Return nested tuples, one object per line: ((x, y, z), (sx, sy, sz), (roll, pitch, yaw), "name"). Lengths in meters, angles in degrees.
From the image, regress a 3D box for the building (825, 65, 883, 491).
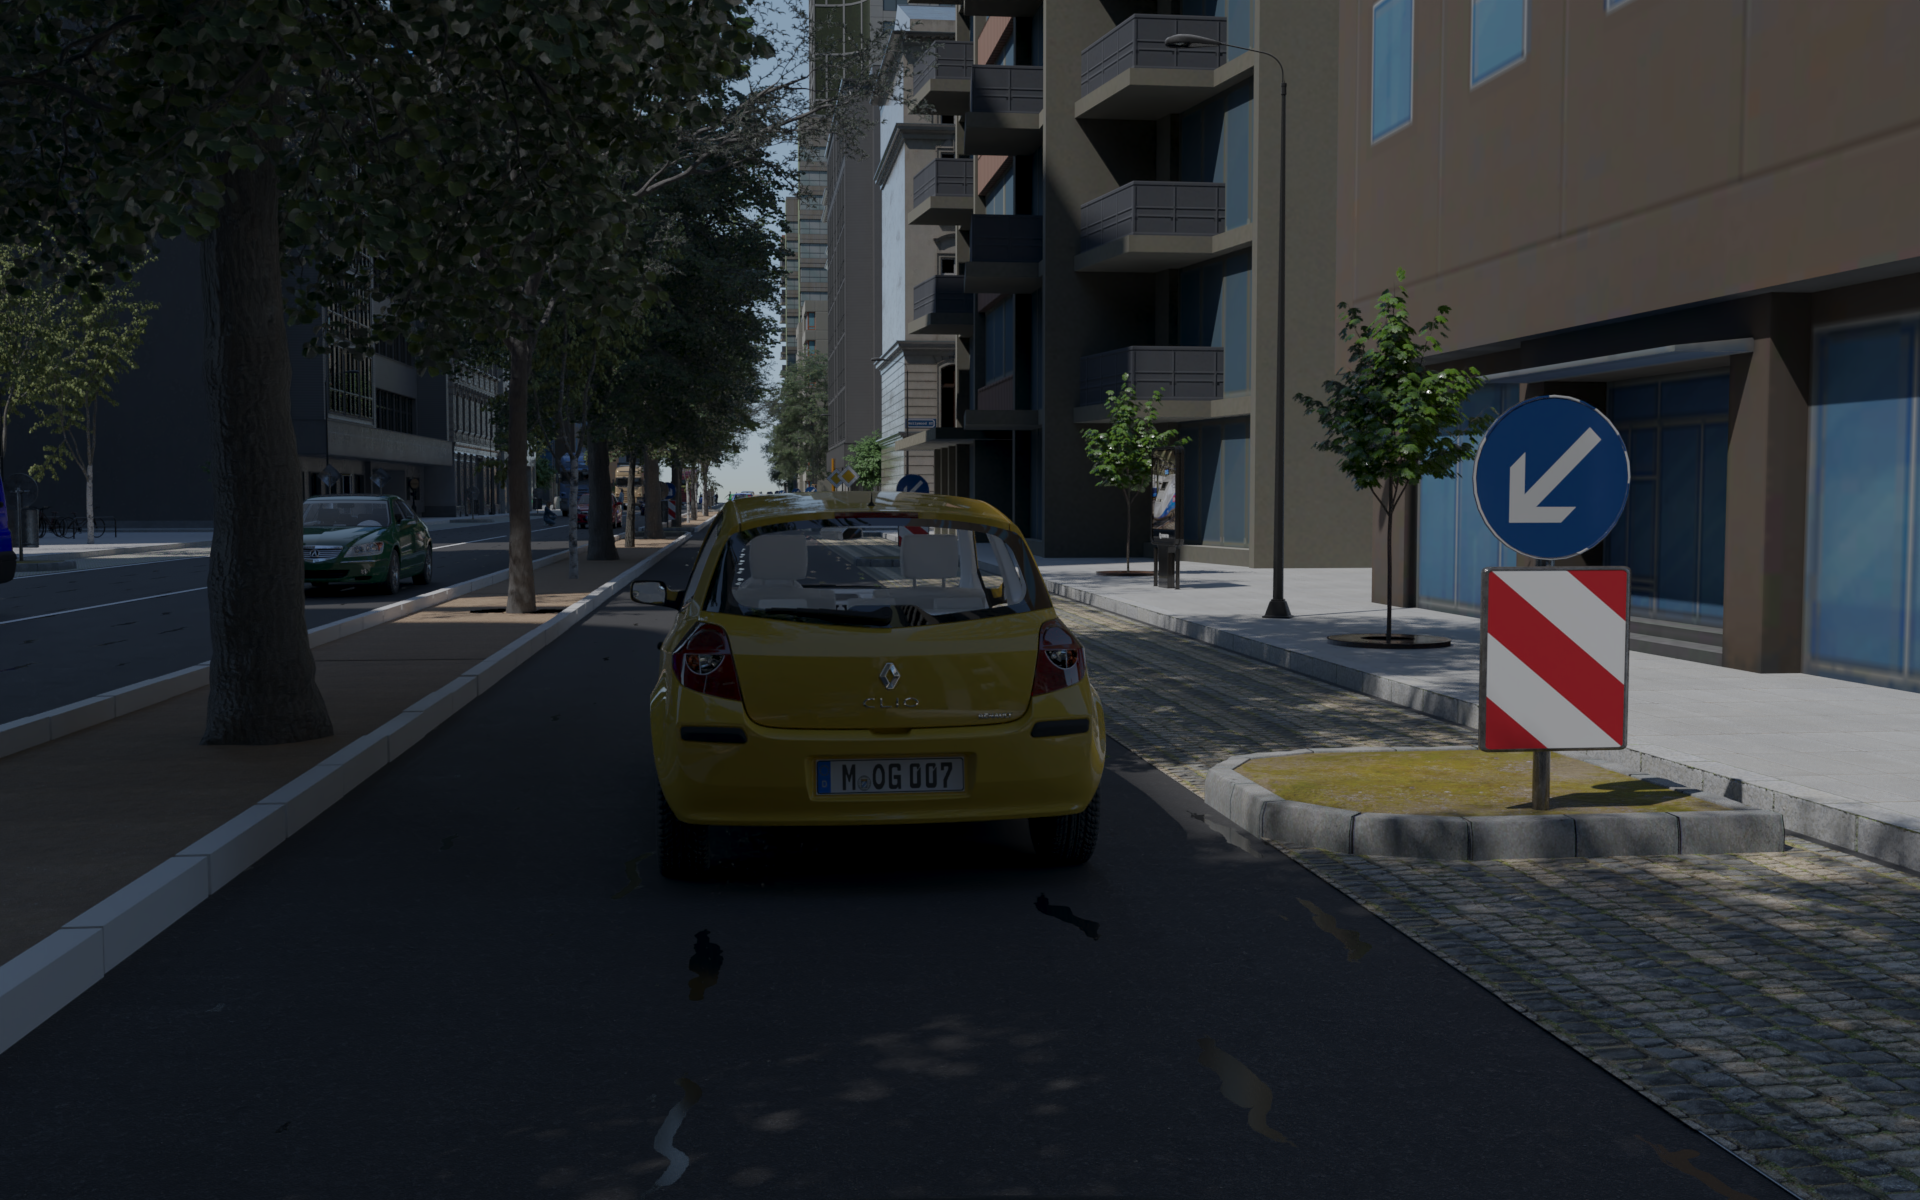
((-0.682, -19.185, 107.176), (14.314, 27.812, 24.014), (0, 4, -7), "building")

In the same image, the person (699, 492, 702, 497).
((-40.482, -15.938, 269.602), (0.721, 1.766, 1.217), (0, 4, -5), "person")

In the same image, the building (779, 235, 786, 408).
((-18.570, -38.624, 286.122), (22.147, 44.769, 28.867), (0, 4, -7), "building")

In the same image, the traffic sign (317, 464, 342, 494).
((-20.783, -3.272, 57.146), (0.795, 2.450, 0.064), (0, 4, -7), "traffic sign")

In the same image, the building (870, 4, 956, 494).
((13.882, -15.734, 76.342), (34.723, 24.649, 14.460), (0, 4, -7), "building")

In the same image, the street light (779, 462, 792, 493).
((-21.707, -15.004, 217.850), (1.470, 5.913, 1.316), (0, 4, -7), "street light")

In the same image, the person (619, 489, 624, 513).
((-25.546, -7.464, 130.795), (0.793, 1.790, 0.793), (-1, 4, -19), "person")

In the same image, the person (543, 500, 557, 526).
((-18.354, -3.905, 77.845), (0.738, 1.151, 1.012), (0, 4, -3), "person")

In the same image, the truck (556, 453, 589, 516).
((-25.280, -7.873, 118.475), (2.967, 4.110, 18.799), (0, 4, -7), "truck")

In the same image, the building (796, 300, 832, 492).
((-1.827, -19.913, 170.623), (27.650, 21.520, 28.899), (0, 4, -7), "building")

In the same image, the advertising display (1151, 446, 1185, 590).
((2.823, -1.125, 23.614), (0.123, 1.923, 0.974), (-1, 4, -14), "advertising display")

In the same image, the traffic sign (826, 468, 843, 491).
((-4.781, -3.882, 67.119), (0.795, 2.450, 0.064), (0, 4, -7), "traffic sign")

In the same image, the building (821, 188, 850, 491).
((-3.073, -21.002, 130.778), (14.401, 28.519, 23.554), (0, 4, -7), "building")

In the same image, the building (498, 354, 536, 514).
((-35.848, -16.230, 120.115), (10.420, 20.320, 16.860), (0, 4, -7), "building")

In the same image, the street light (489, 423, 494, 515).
((-28.197, -8.172, 106.151), (1.470, 5.913, 1.316), (0, 4, -7), "street light")

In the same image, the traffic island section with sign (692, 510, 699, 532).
((-11.125, -3.544, 66.082), (2.006, 1.907, 1.989), (0, 4, -7), "traffic island section with sign")

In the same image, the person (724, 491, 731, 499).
((-24.274, -10.614, 182.754), (1.217, 1.735, 0.721), (1, 4, 12), "person")

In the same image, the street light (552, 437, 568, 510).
((-32.492, -10.285, 140.707), (1.470, 5.913, 1.316), (0, 4, -7), "street light")

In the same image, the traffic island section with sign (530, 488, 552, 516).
((-27.737, -6.431, 113.781), (1.989, 1.847, 2.006), (0, 4, -7), "traffic island section with sign")

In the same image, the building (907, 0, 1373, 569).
((10.232, -23.738, 42.745), (22.147, 44.769, 28.867), (0, 4, -7), "building")

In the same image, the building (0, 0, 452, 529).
((-32.871, -15.861, 78.388), (14.314, 24.678, 30.058), (0, 4, -7), "building")

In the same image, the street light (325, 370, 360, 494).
((-23.200, -5.656, 65.019), (1.470, 5.913, 1.316), (0, 4, -7), "street light")

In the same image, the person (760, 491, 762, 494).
((-22.512, -11.400, 195.615), (0.721, 1.736, 1.217), (3, 5, 42), "person")

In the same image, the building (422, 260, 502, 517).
((-33.386, -15.510, 102.734), (9.793, 20.994, 18.267), (0, 4, -7), "building")

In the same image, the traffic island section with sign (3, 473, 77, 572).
((-17.799, -1.457, 32.446), (1.989, 1.847, 2.006), (0, 4, -7), "traffic island section with sign")

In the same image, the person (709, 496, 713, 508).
((-25.912, -10.490, 180.026), (0.705, 1.821, 1.348), (0, 4, 4), "person")

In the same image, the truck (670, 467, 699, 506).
((-28.318, -11.606, 178.663), (2.839, 4.237, 11.283), (0, 4, -8), "truck")

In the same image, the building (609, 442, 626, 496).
((-51.714, -35.367, 228.367), (14.600, 45.320, 14.200), (0, 4, -7), "building")

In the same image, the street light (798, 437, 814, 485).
((-12.579, -10.354, 141.837), (1.470, 5.913, 1.316), (0, 4, -7), "street light")

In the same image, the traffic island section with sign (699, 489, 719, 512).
((-20.251, -8.106, 140.666), (2.006, 1.907, 1.989), (0, 4, -7), "traffic island section with sign")

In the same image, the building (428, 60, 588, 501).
((-44.269, -31.771, 169.568), (14.600, 45.320, 14.200), (0, 4, -7), "building")

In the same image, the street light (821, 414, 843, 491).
((-7.377, -7.840, 100.731), (1.470, 5.913, 1.316), (0, 4, -7), "street light")

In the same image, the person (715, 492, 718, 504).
((-35.601, -14.931, 253.532), (0.541, 1.710, 0.530), (-2, 4, -28), "person")

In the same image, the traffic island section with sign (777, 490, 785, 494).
((-11.136, -6.607, 116.648), (1.989, 1.847, 2.006), (0, 4, -7), "traffic island section with sign")

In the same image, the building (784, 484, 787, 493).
((-10.476, -34.788, 260.671), (32.217, 40.220, 23.993), (0, 4, -7), "building")

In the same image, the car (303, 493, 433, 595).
((-9.146, -0.871, 26.044), (2.131, 1.459, 4.920), (0, 4, -8), "car")

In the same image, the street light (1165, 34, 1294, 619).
((2.763, -2.765, 17.744), (1.470, 5.913, 1.316), (0, 4, -7), "street light")

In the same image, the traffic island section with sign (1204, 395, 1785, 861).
((2.175, 0.057, 7.700), (1.989, 1.847, 2.006), (0, 4, -7), "traffic island section with sign")

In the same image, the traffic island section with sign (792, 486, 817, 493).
((-7.853, -4.964, 89.784), (1.989, 1.847, 2.006), (0, 4, -7), "traffic island section with sign")

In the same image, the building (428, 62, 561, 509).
((-50.837, -27.975, 149.272), (32.217, 40.220, 23.993), (0, 4, -7), "building")

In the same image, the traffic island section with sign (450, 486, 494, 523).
((-24.450, -4.786, 86.874), (1.989, 1.847, 2.006), (0, 4, -7), "traffic island section with sign")

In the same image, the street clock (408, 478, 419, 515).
((-25.225, -4.612, 79.975), (0.358, 2.002, 0.471), (3, 5, 41), "street clock")

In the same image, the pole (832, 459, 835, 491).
((-7.269, -6.468, 99.596), (0.158, 3.312, 0.155), (0, 3, 0), "pole")

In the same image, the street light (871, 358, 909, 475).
((-2.335, -5.298, 59.156), (1.470, 5.913, 1.316), (0, 4, -7), "street light")

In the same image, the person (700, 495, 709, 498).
((-27.593, -10.896, 187.373), (1.217, 1.736, 0.721), (-1, 4, -8), "person")

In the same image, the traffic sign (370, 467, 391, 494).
((-21.752, -3.757, 65.073), (0.795, 2.450, 0.064), (0, 4, -7), "traffic sign")

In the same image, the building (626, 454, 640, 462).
((-57.871, -36.380, 249.435), (22.147, 44.769, 28.867), (0, 4, -7), "building")

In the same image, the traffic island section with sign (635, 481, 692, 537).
((-10.236, -3.094, 58.728), (2.006, 1.907, 1.989), (0, 4, -7), "traffic island section with sign")

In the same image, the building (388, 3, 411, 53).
((-51.140, -53.686, 190.430), (22.319, 86.520, 31.000), (0, 4, -7), "building")

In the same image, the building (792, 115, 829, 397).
((-10.755, -31.006, 190.545), (14.154, 41.232, 14.086), (0, 4, -7), "building")

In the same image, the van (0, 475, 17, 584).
((-12.161, -0.858, 18.410), (2.240, 2.365, 5.245), (0, 4, -6), "van")

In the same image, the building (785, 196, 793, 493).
((-17.165, -34.073, 240.681), (14.154, 41.232, 14.086), (0, 4, -7), "building")

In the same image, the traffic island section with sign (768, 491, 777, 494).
((-17.141, -9.612, 165.790), (1.989, 1.847, 2.006), (0, 4, -7), "traffic island section with sign")

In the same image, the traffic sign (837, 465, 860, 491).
((-3.812, -3.398, 59.192), (0.795, 2.450, 0.064), (0, 4, -7), "traffic sign")

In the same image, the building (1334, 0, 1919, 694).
((12.182, -22.211, 13.268), (14.600, 45.320, 14.200), (0, 4, -7), "building")

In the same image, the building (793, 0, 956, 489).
((-9.611, -47.031, 207.214), (20.563, 71.187, 20.611), (0, 4, -7), "building")

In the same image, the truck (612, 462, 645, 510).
((-29.300, -10.193, 155.561), (2.839, 4.237, 11.283), (0, 4, -5), "truck")

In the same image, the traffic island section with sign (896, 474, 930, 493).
((-1.120, -1.595, 34.710), (1.989, 1.847, 2.006), (0, 4, -7), "traffic island section with sign")
